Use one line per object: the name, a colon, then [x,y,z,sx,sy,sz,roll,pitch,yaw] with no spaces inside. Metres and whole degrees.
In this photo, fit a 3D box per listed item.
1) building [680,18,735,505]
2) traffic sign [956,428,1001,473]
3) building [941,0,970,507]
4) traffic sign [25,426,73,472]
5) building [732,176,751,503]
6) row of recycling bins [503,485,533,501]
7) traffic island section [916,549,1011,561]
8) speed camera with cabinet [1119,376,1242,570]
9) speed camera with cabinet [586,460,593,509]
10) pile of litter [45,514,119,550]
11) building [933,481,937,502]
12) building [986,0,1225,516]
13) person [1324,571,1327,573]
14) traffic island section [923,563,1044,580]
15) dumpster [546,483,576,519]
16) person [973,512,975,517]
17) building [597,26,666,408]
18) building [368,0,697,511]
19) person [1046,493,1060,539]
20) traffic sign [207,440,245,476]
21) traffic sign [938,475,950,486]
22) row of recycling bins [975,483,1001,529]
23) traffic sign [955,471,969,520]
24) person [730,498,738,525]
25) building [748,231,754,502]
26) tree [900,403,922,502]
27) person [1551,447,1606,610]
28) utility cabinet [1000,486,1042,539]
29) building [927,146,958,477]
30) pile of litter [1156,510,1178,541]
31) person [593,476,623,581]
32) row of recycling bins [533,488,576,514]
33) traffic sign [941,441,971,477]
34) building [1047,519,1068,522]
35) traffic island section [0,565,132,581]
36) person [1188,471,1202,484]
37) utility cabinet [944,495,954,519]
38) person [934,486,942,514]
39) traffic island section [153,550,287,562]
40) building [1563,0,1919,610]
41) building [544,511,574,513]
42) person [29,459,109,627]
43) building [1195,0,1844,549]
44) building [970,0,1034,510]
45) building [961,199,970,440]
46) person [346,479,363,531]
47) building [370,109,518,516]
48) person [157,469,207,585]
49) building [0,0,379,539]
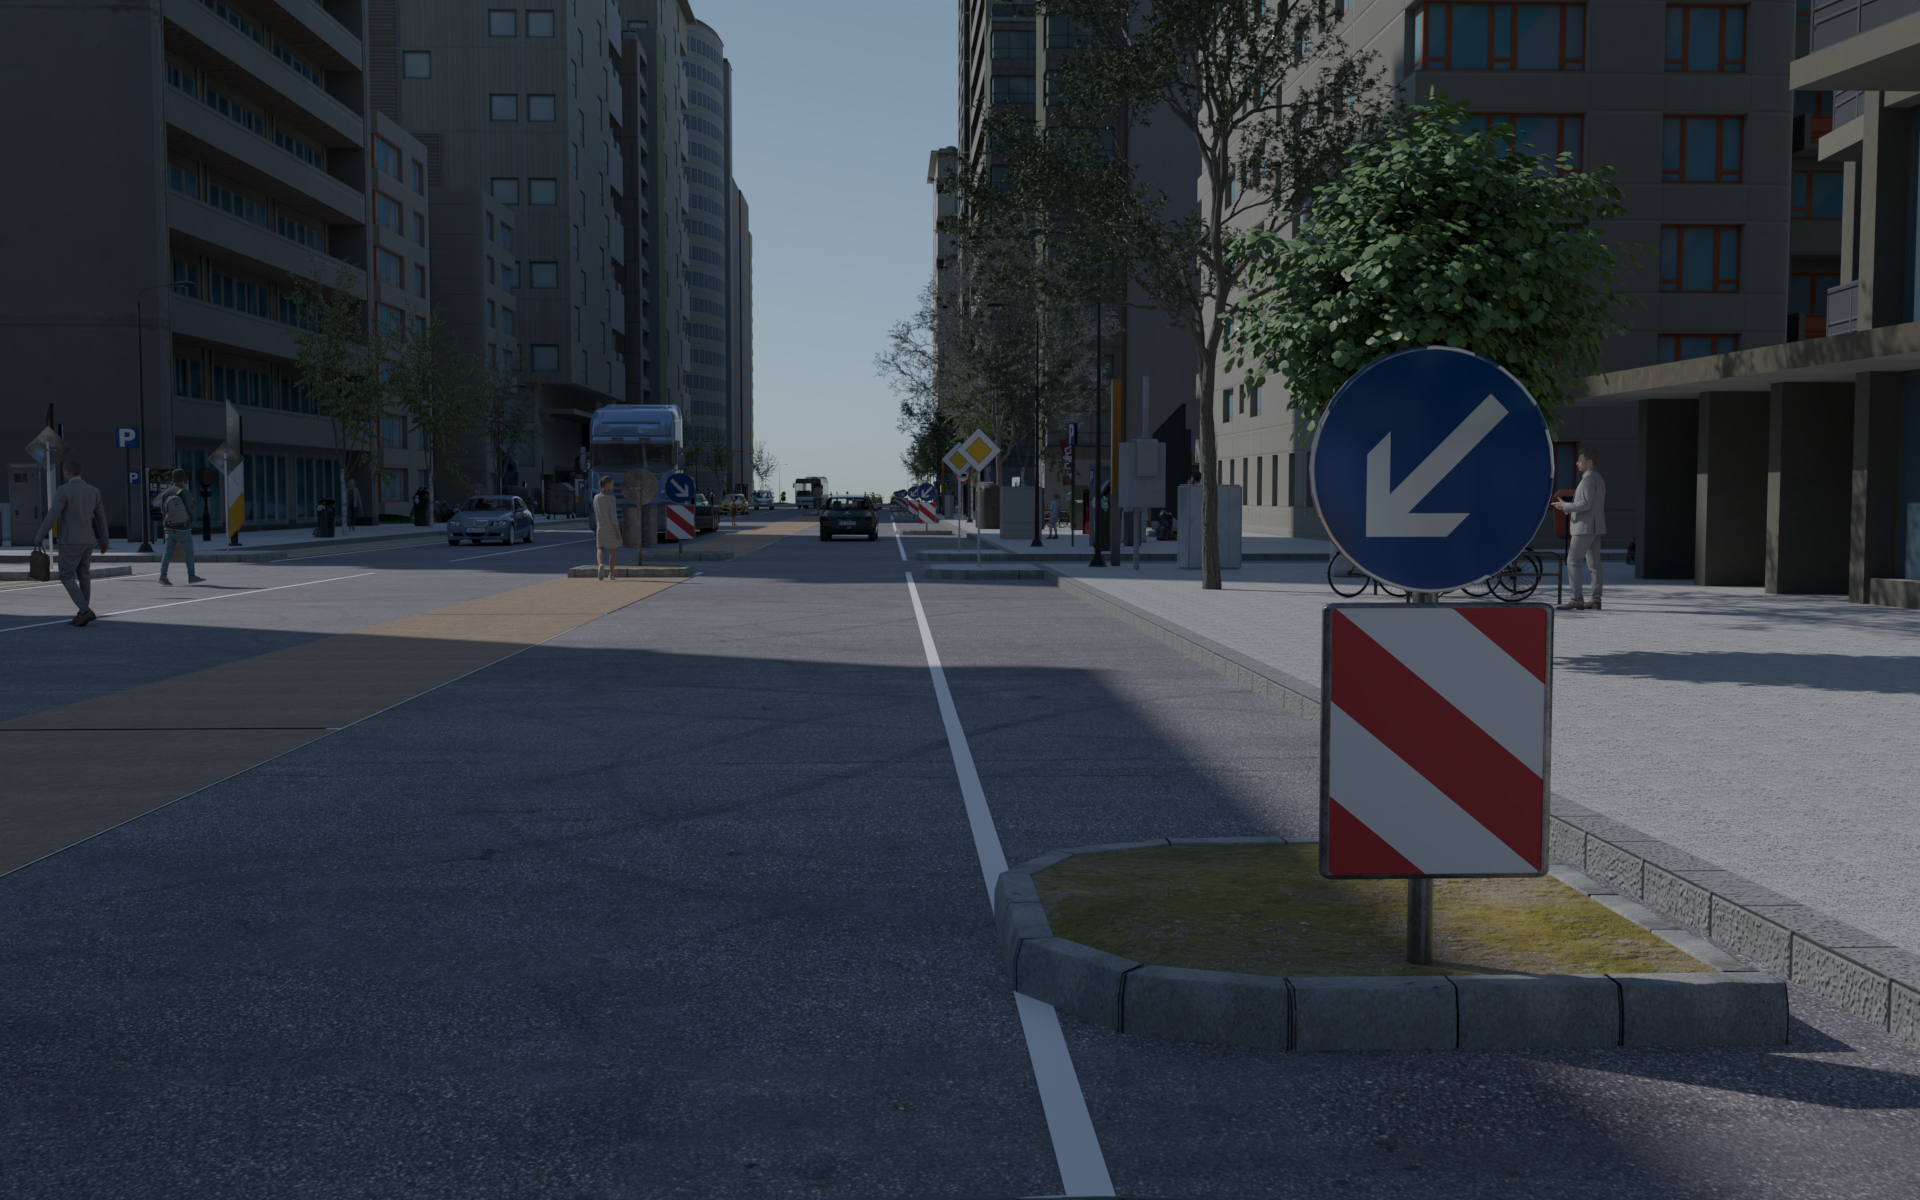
building: [-39.463,-40.955,211.606,21.231,58.520,28.212,0,4,-2]
traffic sign: [0.350,-1.725,30.392,0.795,2.593,0.064,0,4,-2]
building: [8.188,-47.193,209.861,20.563,71.187,20.611,0,4,-2]
traffic sign: [-15.630,-1.684,29.724,0.795,2.593,0.064,0,4,-2]
building: [-37.524,-36.535,247.465,14.600,45.320,14.200,0,4,-2]
row of recycling bins: [-21.627,-4.717,84.242,1.069,1.692,3.534,0,4,-8]
traffic island section: [0.028,-0.989,38.453,2.009,0.180,2.903,0,4,-2]
speed camera with cabinet: [3.757,-2.152,29.515,2.038,3.252,0.660,-1,4,-12]
speed camera with cabinet: [-21.097,-6.479,100.272,0.660,3.252,2.038,-2,4,-28]
pile of litter: [-20.512,-1.616,40.386,1.719,0.858,1.176,2,4,26]
building: [12.601,-33.127,233.515,32.217,40.220,23.993,0,4,-2]
building: [8.497,-20.486,106.649,14.160,30.474,14.107,0,4,-2]
person: [6.136,-1.290,27.966,0.643,1.720,0.563,2,4,34]
traffic island section: [0.373,-0.501,30.475,2.009,0.180,2.903,0,4,-2]
dumpster: [-20.390,-5.053,88.378,1.264,1.857,1.865,0,4,-2]
person: [1.048,-5.432,95.608,0.760,1.731,0.466,2,4,25]
building: [-32.901,-28.364,147.344,14.154,41.232,14.086,0,4,-2]
building: [-41.005,-35.414,168.260,28.713,52.752,27.495,0,4,-2]
person: [2.638,-2.383,49.279,0.394,1.301,0.425,1,4,21]
traffic sign: [-15.975,-2.172,37.702,0.795,2.593,0.064,0,4,-2]
traffic sign: [-1.047,-6.795,111.197,0.768,2.556,0.104,0,4,0]
row of recycling bins: [1.117,-3.531,64.838,1.069,1.692,3.534,0,4,-2]
traffic sign: [0.118,-5.159,84.456,0.768,2.556,0.104,0,4,3]
person: [-10.349,-4.041,79.238,0.362,1.253,0.373,2,4,28]
building: [-38.795,-35.356,261.665,14.154,41.232,14.086,0,4,-2]
tree: [-1.704,-10.899,128.564,4.737,8.622,4.395,0,3,0]
person: [6.891,-0.796,19.255,0.583,1.804,0.606,2,4,29]
utility cabinet: [1.720,-2.468,49.037,1.173,1.500,0.318,-1,4,-20]
building: [9.707,-40.947,258.727,28.713,52.752,27.495,0,4,-2]
pile of litter: [5.927,-2.074,47.869,1.176,0.858,1.719,1,4,23]
person: [-5.800,-1.177,28.495,0.466,1.731,0.760,0,4,-6]
row of recycling bins: [-25.663,-6.348,110.907,3.534,1.692,1.069,0,4,-5]
traffic sign: [0.005,-2.213,38.369,0.795,2.593,0.064,0,4,-2]
building: [10.517,-19.129,84.454,14.160,30.474,14.107,0,4,-2]
traffic island section: [-15.654,-0.459,29.790,2.009,0.180,2.903,0,4,-2]
person: [4.727,-1.651,34.860,0.474,1.900,0.648,1,4,13]
utility cabinet: [-0.547,-4.768,89.114,0.306,1.237,1.020,1,4,11]
person: [-1.519,-6.472,111.958,0.391,1.810,0.635,-3,4,-36]
traffic island section: [-15.998,-0.947,37.768,2.009,0.180,2.903,0,4,-2]
building: [20.402,-21.910,12.852,22.147,44.769,28.867,0,4,-2]
building: [-39.542,-32.795,125.433,28.713,52.752,27.495,0,4,-2]
person: [-9.677,-0.629,18.903,0.853,1.813,0.709,1,4,22]
building: [24.193,-12.764,53.733,28.899,21.520,27.650,0,4,-2]
building: [11.894,-30.776,126.882,21.300,48.544,21.600,0,4,-2]
building: [7.646,-22.849,145.277,14.160,30.474,14.107,0,4,-2]
person: [-20.899,-3.272,59.716,0.709,1.800,0.728,-1,4,-20]
building: [-40.584,-15.101,91.933,27.650,21.520,28.899,0,4,-2]
person: [-12.251,-1.139,27.100,0.794,1.824,0.713,2,4,34]
building: [-33.875,-26.573,58.179,21.300,48.544,21.600,0,4,-2]
